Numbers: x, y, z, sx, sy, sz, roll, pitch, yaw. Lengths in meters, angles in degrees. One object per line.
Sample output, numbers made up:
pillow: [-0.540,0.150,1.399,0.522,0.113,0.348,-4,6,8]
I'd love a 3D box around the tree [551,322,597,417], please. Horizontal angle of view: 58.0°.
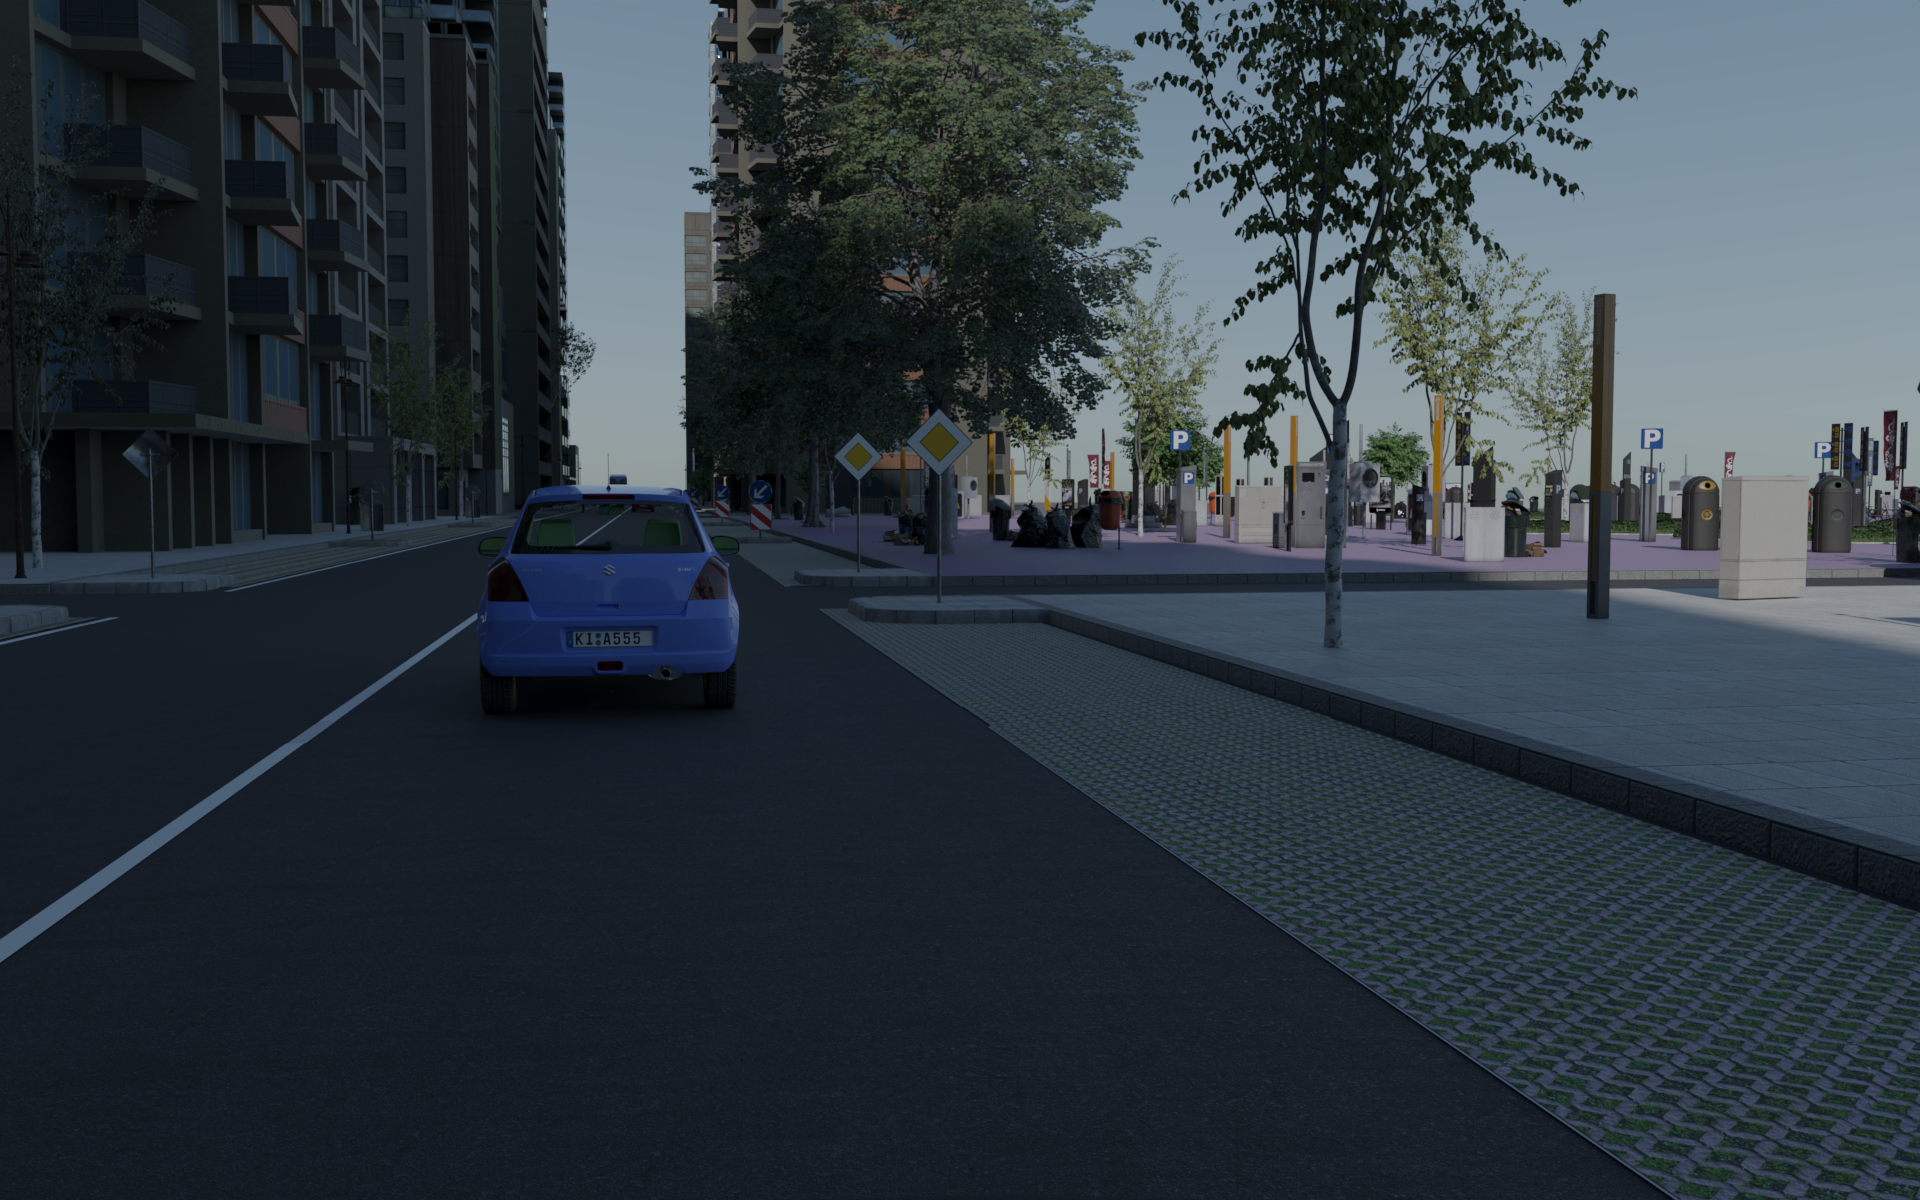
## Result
tree: [-43.445,-19.455,173.983,12.611,20.169,13.585,0,3,0]

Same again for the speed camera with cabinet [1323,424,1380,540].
speed camera with cabinet: [10.793,-3.319,48.609,2.038,3.252,0.660,-2,4,-24]

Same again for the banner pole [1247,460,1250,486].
banner pole: [14.062,-5.775,84.431,0.401,3.779,0.863,1,4,20]

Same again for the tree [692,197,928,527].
tree: [-5.597,-9.176,67.039,9.611,12.733,9.660,0,3,0]

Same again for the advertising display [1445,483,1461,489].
advertising display: [28.406,-5.775,99.634,0.974,1.923,0.123,1,4,23]

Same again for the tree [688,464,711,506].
tree: [-27.991,-12.553,188.947,4.285,4.588,4.351,0,3,0]

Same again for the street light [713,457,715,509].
street light: [-20.986,-10.697,147.679,0.468,5.910,1.993,-1,4,-10]

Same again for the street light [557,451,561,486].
street light: [-42.393,-12.878,183.350,0.468,5.910,1.993,-1,4,-10]

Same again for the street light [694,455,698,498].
street light: [-30.341,-13.873,199.604,0.468,5.910,1.993,-1,4,-10]

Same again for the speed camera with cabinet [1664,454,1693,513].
speed camera with cabinet: [35.636,-5.579,85.556,2.038,3.252,0.660,-3,4,-37]

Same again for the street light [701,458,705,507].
street light: [-26.258,-12.509,177.310,0.468,5.910,1.993,-1,4,-10]

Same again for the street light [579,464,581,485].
street light: [-53.363,-16.555,243.459,0.468,5.910,1.993,-1,4,-10]

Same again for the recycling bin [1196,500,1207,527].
recycling bin: [9.307,-3.434,68.701,0.722,1.027,0.722,-2,4,-32]

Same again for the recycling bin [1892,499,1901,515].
recycling bin: [48.092,-4.638,88.377,0.722,1.027,0.722,0,4,5]

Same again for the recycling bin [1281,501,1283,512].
recycling bin: [11.763,-3.185,64.636,0.722,1.027,0.722,-3,5,-43]

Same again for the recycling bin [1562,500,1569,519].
recycling bin: [27.457,-4.000,77.957,0.722,1.027,0.722,2,4,30]

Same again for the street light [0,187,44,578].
street light: [-14.325,-3.269,26.231,0.468,5.910,1.993,-1,4,-10]

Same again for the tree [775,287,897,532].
tree: [-4.243,-6.580,57.943,4.360,8.622,3.978,0,3,0]

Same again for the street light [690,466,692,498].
street light: [-35.577,-15.676,229.093,0.468,5.910,1.993,-1,4,-10]

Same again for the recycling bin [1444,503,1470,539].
recycling bin: [14.267,-2.252,49.374,0.722,1.027,0.722,2,4,33]

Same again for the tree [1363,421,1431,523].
tree: [19.569,-5.776,78.145,4.285,4.588,4.351,0,3,0]

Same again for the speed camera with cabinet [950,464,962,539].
speed camera with cabinet: [-0.403,-3.422,50.287,0.660,3.252,2.038,0,4,-3]

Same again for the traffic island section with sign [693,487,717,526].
traffic island section with sign: [-10.755,-4.199,77.289,1.989,1.847,2.006,-1,4,-10]

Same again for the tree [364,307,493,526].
tree: [-21.936,-7.270,69.227,4.737,8.622,4.395,0,3,0]

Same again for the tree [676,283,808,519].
tree: [-9.164,-10.848,87.742,12.009,13.543,11.850,0,3,0]

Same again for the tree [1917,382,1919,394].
tree: [5.055,-3.414,6.180,4.737,8.622,4.395,0,3,0]

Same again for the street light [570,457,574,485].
street light: [-47.844,-14.712,213.330,0.468,5.910,1.993,-1,4,-10]

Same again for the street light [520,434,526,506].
street light: [-33.105,-9.685,131.135,0.468,5.910,1.993,-1,4,-10]

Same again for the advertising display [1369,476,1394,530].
advertising display: [15.138,-3.489,62.253,0.123,1.923,0.974,-3,5,-41]

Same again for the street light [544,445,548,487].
street light: [-38.389,-11.499,160.797,0.468,5.910,1.993,-1,4,-10]

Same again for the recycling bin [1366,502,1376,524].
recycling bin: [17.944,-3.817,74.958,0.722,1.027,0.722,2,4,26]

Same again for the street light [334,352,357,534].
street light: [-19.796,-5.084,55.909,0.468,5.910,1.993,-1,4,-10]

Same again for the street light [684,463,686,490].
street light: [-41.089,-17.526,259.331,0.468,5.910,1.993,-1,4,-10]

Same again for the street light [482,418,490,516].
street light: [-27.770,-7.872,101.496,0.468,5.910,1.993,-1,4,-10]

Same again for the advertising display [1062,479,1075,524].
advertising display: [4.624,-4.216,74.138,0.123,1.923,0.974,-2,4,-24]

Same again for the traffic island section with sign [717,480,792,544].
traffic island section with sign: [-5.995,-2.577,50.755,1.989,1.847,2.006,-1,4,-10]

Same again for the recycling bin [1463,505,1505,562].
recycling bin: [9.958,-1.247,32.938,0.722,1.027,0.722,1,4,14]

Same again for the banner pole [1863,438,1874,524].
banner pole: [35.523,-4.754,67.738,0.863,3.779,0.401,-3,5,-40]

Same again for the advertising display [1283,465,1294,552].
advertising display: [7.385,-2.064,38.957,0.123,1.923,0.974,0,4,5]

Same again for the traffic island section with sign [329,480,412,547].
traffic island section with sign: [-16.088,-2.369,47.364,1.989,1.847,2.006,-1,4,-10]

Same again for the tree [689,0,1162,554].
tree: [-0.563,-7.971,36.974,9.857,13.997,8.962,0,3,0]

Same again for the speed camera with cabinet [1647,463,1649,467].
speed camera with cabinet: [43.461,-7.158,111.362,2.038,3.252,0.660,3,5,44]

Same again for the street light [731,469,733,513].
street light: [-15.450,-8.830,117.164,0.468,5.910,1.993,-1,4,-10]

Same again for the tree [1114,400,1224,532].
tree: [6.917,-4.596,58.865,4.285,4.588,4.351,0,3,0]

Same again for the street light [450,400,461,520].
street light: [-24.875,-6.889,85.426,0.468,5.910,1.993,-1,4,-10]

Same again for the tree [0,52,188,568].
tree: [-15.878,-4.872,30.016,4.360,8.622,3.978,0,3,0]

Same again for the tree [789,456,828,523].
tree: [-6.600,-5.063,77.383,1.663,3.219,1.824,0,3,0]

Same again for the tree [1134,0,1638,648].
tree: [3.296,-3.919,14.432,4.737,8.622,4.395,0,3,0]

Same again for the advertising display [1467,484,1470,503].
advertising display: [32.983,-6.462,110.865,0.974,1.923,0.123,2,4,24]

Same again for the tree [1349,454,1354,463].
tree: [18.505,-5.384,82.636,1.663,3.219,1.824,0,3,0]

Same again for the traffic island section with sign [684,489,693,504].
traffic island section with sign: [-19.583,-7.215,126.587,1.989,1.847,2.006,-1,4,-10]

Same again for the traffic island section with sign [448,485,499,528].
traffic island section with sign: [-20.973,-4.039,74.661,1.989,1.847,2.006,-1,4,-10]

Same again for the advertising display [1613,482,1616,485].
advertising display: [33.850,-5.233,90.775,0.974,1.923,0.123,3,5,40]

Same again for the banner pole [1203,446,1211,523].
banner pole: [10.929,-5.329,77.144,0.401,3.779,0.863,2,4,24]

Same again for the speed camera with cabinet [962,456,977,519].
speed camera with cabinet: [0.047,-5.756,88.443,0.660,3.252,2.038,3,5,40]

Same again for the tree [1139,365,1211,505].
tree: [11.679,-8.987,97.305,4.360,8.622,3.978,0,3,0]

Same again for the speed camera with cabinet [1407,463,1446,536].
speed camera with cabinet: [14.285,-3.593,53.076,0.660,3.252,2.038,0,4,-2]
